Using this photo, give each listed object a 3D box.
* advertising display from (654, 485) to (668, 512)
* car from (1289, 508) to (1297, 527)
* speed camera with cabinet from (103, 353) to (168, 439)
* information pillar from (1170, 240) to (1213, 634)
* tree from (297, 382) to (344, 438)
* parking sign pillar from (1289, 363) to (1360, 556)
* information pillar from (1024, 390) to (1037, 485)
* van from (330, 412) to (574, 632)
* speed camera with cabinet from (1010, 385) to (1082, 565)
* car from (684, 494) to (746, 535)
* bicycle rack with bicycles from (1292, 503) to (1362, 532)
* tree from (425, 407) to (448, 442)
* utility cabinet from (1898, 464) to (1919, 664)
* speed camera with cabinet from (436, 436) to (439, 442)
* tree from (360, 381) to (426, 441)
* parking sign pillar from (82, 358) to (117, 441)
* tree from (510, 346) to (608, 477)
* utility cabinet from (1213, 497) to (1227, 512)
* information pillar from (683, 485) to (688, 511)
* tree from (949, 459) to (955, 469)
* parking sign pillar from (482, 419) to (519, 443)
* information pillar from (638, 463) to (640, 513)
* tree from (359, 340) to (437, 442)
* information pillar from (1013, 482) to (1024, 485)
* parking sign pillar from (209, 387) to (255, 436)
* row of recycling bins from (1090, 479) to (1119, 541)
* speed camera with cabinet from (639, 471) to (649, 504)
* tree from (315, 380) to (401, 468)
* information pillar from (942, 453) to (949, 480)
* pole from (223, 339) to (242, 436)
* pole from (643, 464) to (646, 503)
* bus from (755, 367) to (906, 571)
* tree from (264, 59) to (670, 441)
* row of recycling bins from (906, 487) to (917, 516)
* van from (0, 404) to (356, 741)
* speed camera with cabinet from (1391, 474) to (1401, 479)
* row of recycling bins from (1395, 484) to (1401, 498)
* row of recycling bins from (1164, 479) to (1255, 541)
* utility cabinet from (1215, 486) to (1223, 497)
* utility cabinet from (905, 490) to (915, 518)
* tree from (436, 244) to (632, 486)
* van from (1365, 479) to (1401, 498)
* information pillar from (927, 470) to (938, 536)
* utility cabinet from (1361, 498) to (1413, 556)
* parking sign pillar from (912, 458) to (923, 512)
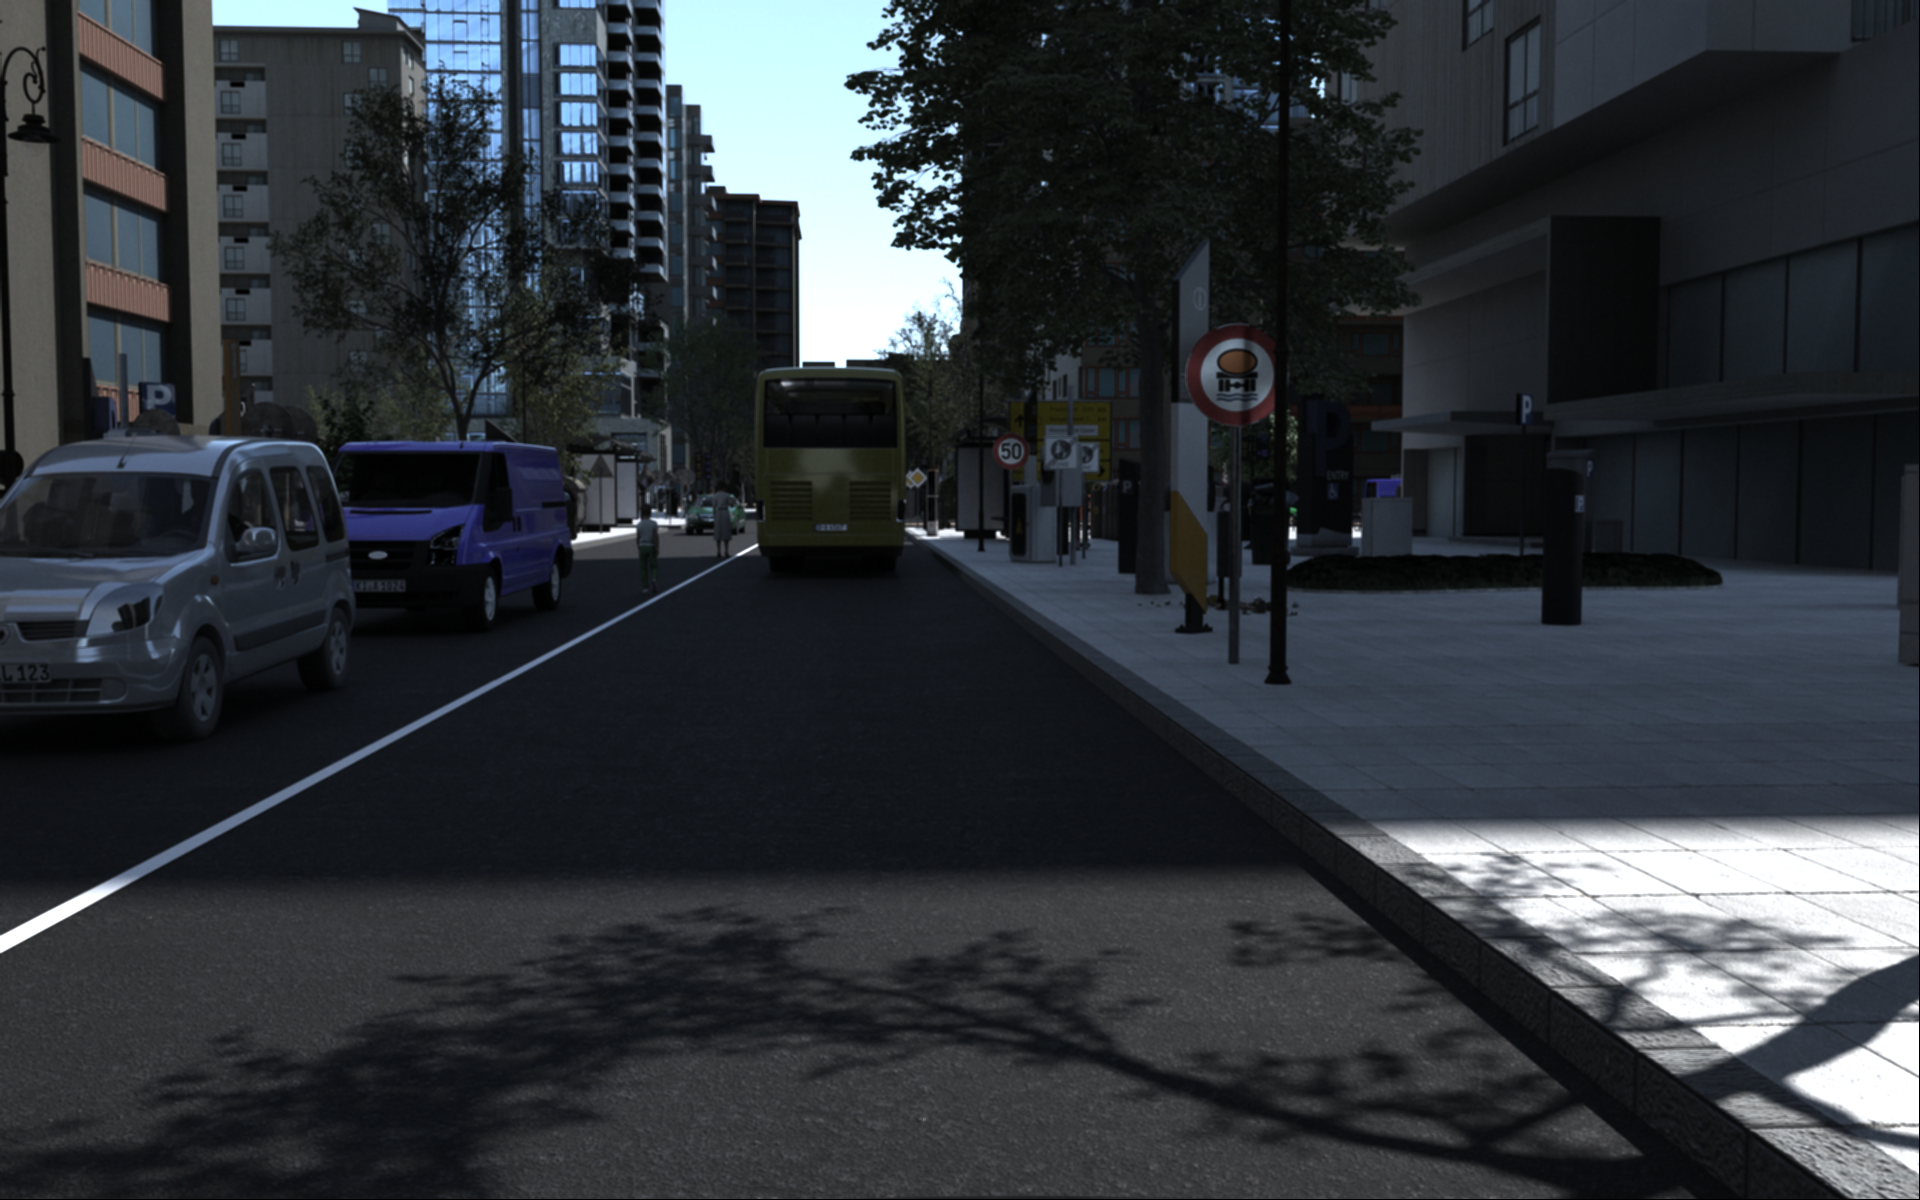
[{"bbox_3d":[-21.437,-7.274,124.137,0.974,1.923,0.123,0,4,-7],"label":"advertising display"},{"bbox_3d":[11.439,-3.671,68.809,4.718,1.807,1.959,0,4,-5],"label":"car"},{"bbox_3d":[-11.085,-1.837,24.374,2.038,3.252,0.660,2,4,24],"label":"speed camera with cabinet"},{"bbox_3d":[2.115,-1.501,15.895,0.183,3.616,0.504,3,5,42],"label":"information pillar"},{"bbox_3d":[-42.251,-9.949,113.022,4.737,8.622,4.395,0,3,0],"label":"tree"},{"bbox_3d":[7.611,-2.911,36.062,1.447,3.967,1.447,-3,4,-38],"label":"parking sign pillar"},{"bbox_3d":[1.508,-2.784,36.870,0.183,3.616,0.504,2,4,29],"label":"information pillar"},{"bbox_3d":[-5.873,-0.941,19.770,2.240,2.365,5.245,0,4,-2],"label":"van"},{"bbox_3d":[1.573,-2.306,32.045,0.660,3.252,2.038,-1,4,-22],"label":"speed camera with cabinet"},{"bbox_3d":[-8.744,-3.083,62.202,2.131,1.459,4.920,0,4,-2],"label":"car"},{"bbox_3d":[12.774,-2.851,59.996,2.852,0.926,2.925,0,4,-6],"label":"bicycle rack with bicycles"},{"bbox_3d":[-43.123,-11.506,138.477,4.360,8.622,3.978,0,3,0],"label":"tree"},{"bbox_3d":[7.455,-0.234,12.507,0.318,1.500,1.173,-2,4,-29],"label":"utility cabinet"},{"bbox_3d":[-17.782,-3.939,58.745,0.660,3.252,2.038,0,4,5],"label":"speed camera with cabinet"},{"bbox_3d":[-36.327,-9.653,108.192,4.360,8.622,3.978,0,3,0],"label":"tree"},{"bbox_3d":[-17.332,-2.843,34.963,1.447,3.967,1.447,-1,4,-19],"label":"parking sign pillar"},{"bbox_3d":[-19.258,-8.179,84.089,4.360,8.622,3.978,0,3,0],"label":"tree"},{"bbox_3d":[4.731,-1.406,34.148,1.020,1.237,0.306,-1,4,-20],"label":"utility cabinet"},{"bbox_3d":[-21.139,-7.870,133.171,0.304,2.012,0.304,-2,4,-31],"label":"information pillar"},{"bbox_3d":[0.729,-8.876,128.833,4.285,4.588,4.351,0,3,0],"label":"tree"},{"bbox_3d":[-16.330,-4.472,61.592,1.447,3.967,1.447,1,4,17],"label":"parking sign pillar"},{"bbox_3d":[-22.142,-7.817,119.161,0.183,3.616,0.504,-1,4,-13],"label":"information pillar"},{"bbox_3d":[-23.873,-7.814,78.128,4.737,8.622,4.395,0,3,0],"label":"tree"},{"bbox_3d":[1.528,-2.440,44.380,0.304,2.012,0.304,2,4,35],"label":"information pillar"},{"bbox_3d":[-17.971,-3.320,42.756,1.447,3.967,1.447,1,4,15],"label":"parking sign pillar"},{"bbox_3d":[4.462,-2.539,48.629,1.069,1.692,3.534,-1,4,-9],"label":"row of recycling bins"},{"bbox_3d":[-26.882,-9.277,146.012,0.660,3.252,2.038,1,4,13],"label":"speed camera with cabinet"},{"bbox_3d":[-10.290,-2.136,29.526,1.663,3.219,1.824,0,3,0],"label":"tree"},{"bbox_3d":[-0.828,-6.565,98.691,0.183,3.616,0.504,-3,5,-39],"label":"information pillar"},{"bbox_3d":[-9.595,-1.778,22.906,0.158,3.312,0.155,0,3,0],"label":"pole"},{"bbox_3d":[-21.582,-7.625,118.518,0.158,3.312,0.155,0,3,0],"label":"pole"},{"bbox_3d":[-2.553,-2.658,35.013,2.896,3.916,12.252,0,4,-4],"label":"bus"},{"bbox_3d":[-10.433,-6.259,36.754,8.767,10.594,7.601,-1,4,-14],"label":"tree"},{"bbox_3d":[-3.136,-5.910,103.734,1.069,1.692,3.534,0,4,-5],"label":"row of recycling bins"},{"bbox_3d":[-5.296,-0.264,11.326,2.013,2.044,4.112,0,4,-3],"label":"van"},{"bbox_3d":[31.124,-7.762,121.245,2.038,3.252,0.660,0,4,6],"label":"speed camera with cabinet"},{"bbox_3d":[16.717,-3.412,62.901,1.069,1.692,3.534,3,4,36],"label":"row of recycling bins"},{"bbox_3d":[7.274,-2.499,47.967,3.534,1.692,1.069,2,4,32],"label":"row of recycling bins"},{"bbox_3d":[6.339,-2.250,45.471,1.173,1.500,0.318,-2,4,-25],"label":"utility cabinet"},{"bbox_3d":[-2.947,-5.147,92.837,1.173,1.500,0.318,-3,5,-42],"label":"utility cabinet"},{"bbox_3d":[-12.084,-6.145,50.839,4.737,8.622,4.395,0,3,0],"label":"tree"},{"bbox_3d":[19.370,-4.089,71.246,5.245,2.365,2.240,0,4,-4],"label":"van"},{"bbox_3d":[-0.837,-2.942,52.587,0.304,2.012,0.304,1,4,11],"label":"information pillar"},{"bbox_3d":[7.802,-1.254,31.672,1.020,1.237,0.306,-2,4,-30],"label":"utility cabinet"},{"bbox_3d":[-3.151,-8.395,125.734,1.447,3.967,1.447,-1,4,-14],"label":"parking sign pillar"}]
